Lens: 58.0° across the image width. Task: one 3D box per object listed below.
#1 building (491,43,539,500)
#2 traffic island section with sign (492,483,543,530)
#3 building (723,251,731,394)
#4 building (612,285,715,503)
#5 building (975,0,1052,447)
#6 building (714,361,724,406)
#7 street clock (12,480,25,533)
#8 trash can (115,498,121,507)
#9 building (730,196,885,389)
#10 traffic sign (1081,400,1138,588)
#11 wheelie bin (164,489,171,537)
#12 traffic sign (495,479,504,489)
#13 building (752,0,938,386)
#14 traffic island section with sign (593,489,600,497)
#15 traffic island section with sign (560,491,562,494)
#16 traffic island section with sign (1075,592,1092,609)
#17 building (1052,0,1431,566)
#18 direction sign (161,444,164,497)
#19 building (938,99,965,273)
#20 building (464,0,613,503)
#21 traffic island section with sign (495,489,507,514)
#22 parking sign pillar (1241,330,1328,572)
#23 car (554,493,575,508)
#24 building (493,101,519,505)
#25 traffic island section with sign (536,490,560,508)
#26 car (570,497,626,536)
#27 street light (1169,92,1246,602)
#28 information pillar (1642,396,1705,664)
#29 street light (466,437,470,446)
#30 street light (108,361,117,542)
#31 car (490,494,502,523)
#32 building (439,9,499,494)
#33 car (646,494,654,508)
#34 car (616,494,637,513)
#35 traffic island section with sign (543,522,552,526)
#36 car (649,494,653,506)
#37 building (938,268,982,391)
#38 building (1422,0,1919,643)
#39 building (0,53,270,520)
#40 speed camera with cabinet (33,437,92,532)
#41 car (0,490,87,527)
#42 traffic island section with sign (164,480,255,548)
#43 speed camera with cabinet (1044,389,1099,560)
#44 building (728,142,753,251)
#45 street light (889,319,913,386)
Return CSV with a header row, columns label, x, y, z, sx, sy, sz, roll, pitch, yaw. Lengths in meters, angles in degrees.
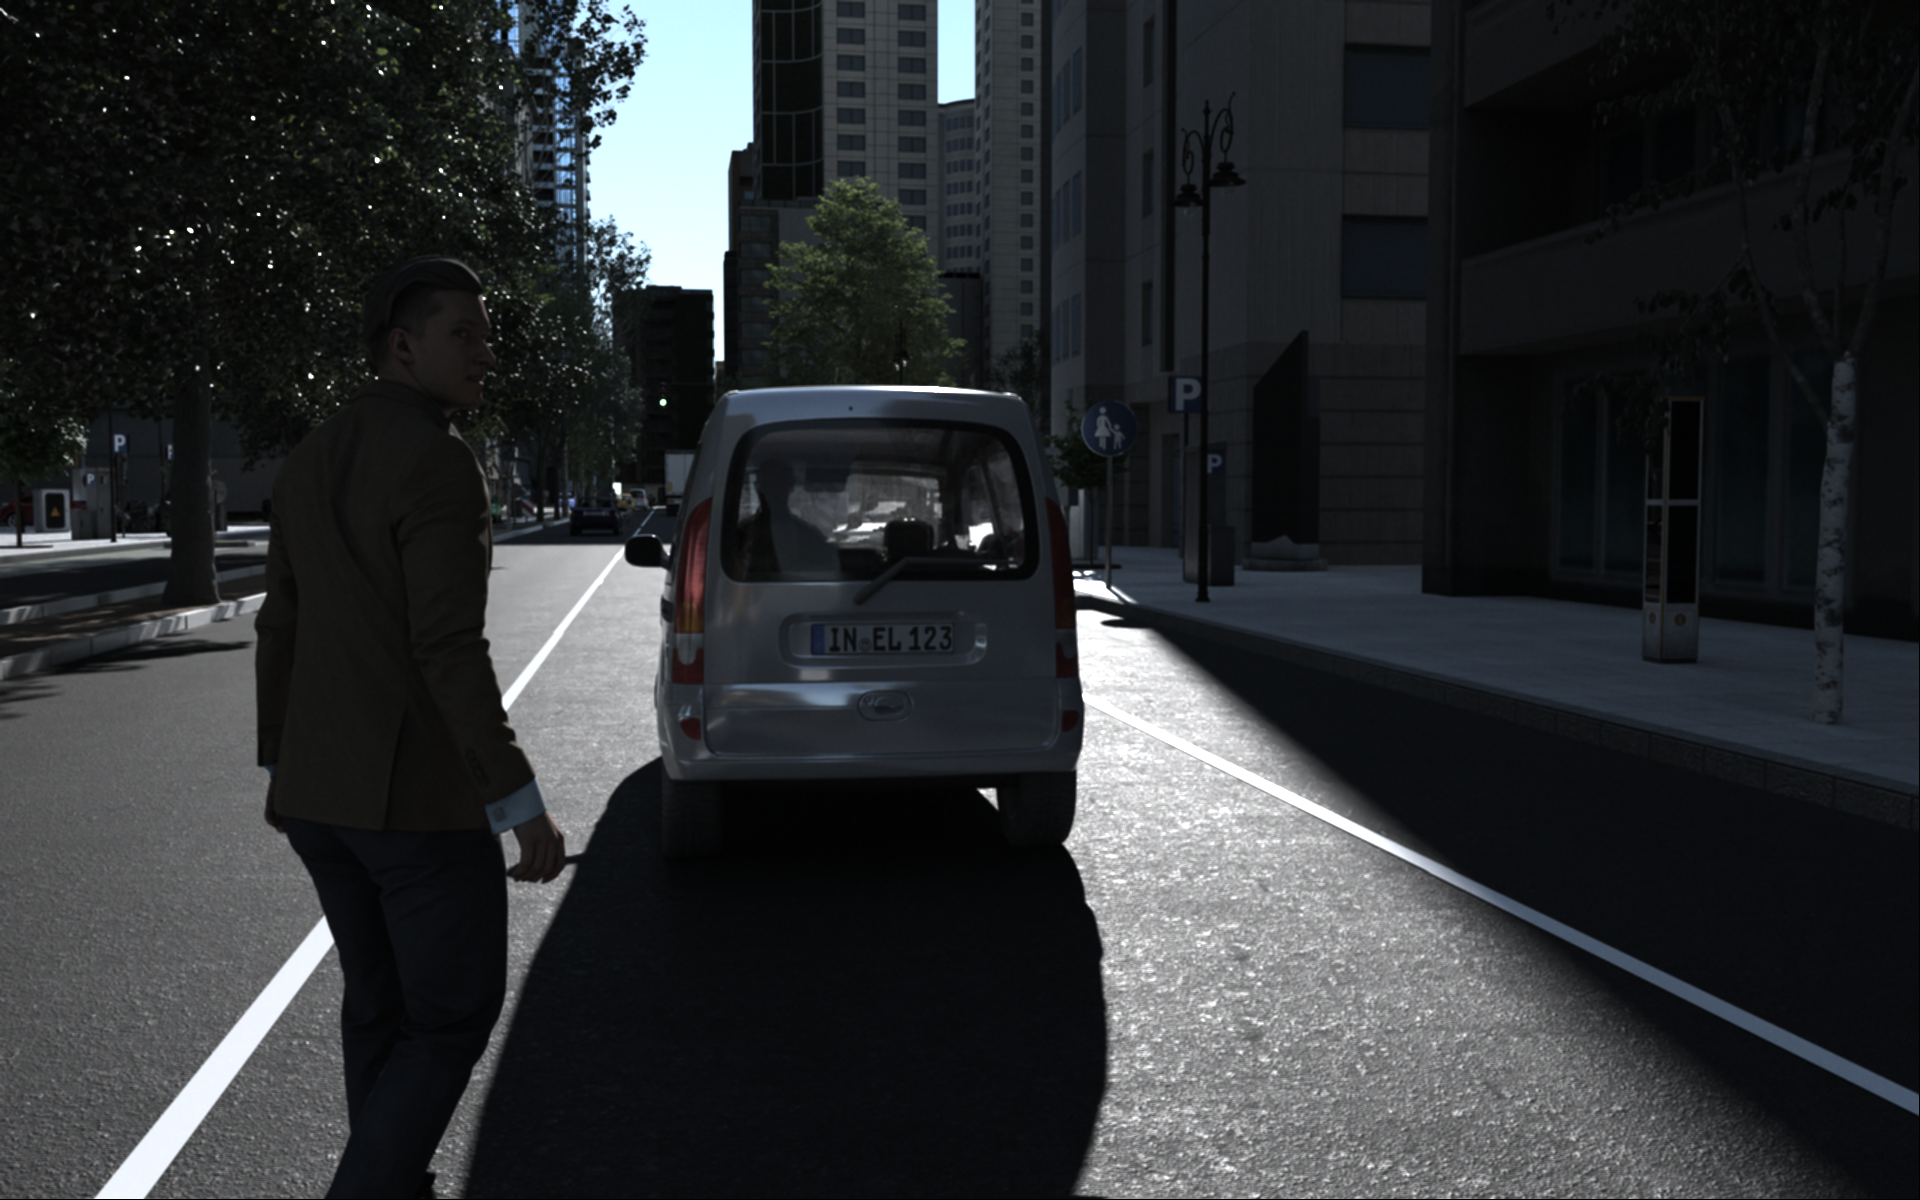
label,x,y,z,sx,sy,sz,roll,pitch,yaw
building,-65.171,-37.805,207.347,27.495,52.752,28.713,-1,4,-10
traffic island section with sign,-18.120,-3.796,70.203,2.006,1.907,1.989,-1,4,-10
building,-21.287,-26.666,207.685,14.160,30.474,14.107,-1,4,-10
building,-41.566,-28.829,243.050,14.107,30.474,14.160,-1,4,-10
building,12.276,-48.095,224.598,20.611,71.187,20.563,-1,4,-10
building,-21.212,-25.027,254.226,28.899,21.520,27.650,-1,4,-10
street clock,-31.008,-3.214,57.116,0.471,2.002,0.358,3,4,38
trash can,-29.904,-3.012,60.901,0.748,1.137,0.748,0,3,0
building,-15.107,-24.516,172.536,14.160,30.474,14.107,-1,4,-10
traffic sign,2.018,-1.430,23.492,0.768,2.556,0.104,0,4,-3
wheelie bin,-23.425,-2.699,52.034,0.980,1.594,0.693,1,4,18
traffic sign,-39.389,-9.047,148.023,0.768,2.556,0.104,0,4,-2
building,-14.062,-45.952,189.568,20.563,71.187,20.611,-1,4,-10
traffic island section with sign,-31.906,-8.774,151.594,2.006,1.907,1.989,-1,4,-10
traffic island section with sign,-46.927,-11.979,204.490,1.989,1.847,2.006,-1,4,-10
traffic island section with sign,0.518,-0.844,22.435,1.989,1.847,2.006,-1,4,-10
building,13.063,-30.736,44.530,21.231,58.520,28.212,-1,4,-10
direction sign,-36.094,-5.285,78.403,0.379,3.537,0.876,-1,4,-22
building,8.854,-43.557,254.150,28.212,58.520,21.231,-1,4,-10
building,-64.876,-56.830,241.846,31.000,86.520,22.319,-1,4,-10
traffic island section with sign,-33.920,-7.284,127.715,1.989,1.847,2.006,-1,4,-10
parking sign pillar,5.495,-2.492,29.220,1.447,3.967,1.447,-2,4,-27
car,-36.710,-9.265,161.078,1.945,1.707,3.694,-1,4,-11
building,-58.512,-34.145,177.873,23.786,49.044,30.456,-1,4,-10
traffic island section with sign,-42.293,-10.310,177.188,1.989,1.847,2.006,-1,4,-10
car,-12.815,-2.971,61.152,1.945,1.354,3.894,-1,4,-9
street light,2.895,-2.916,20.472,0.468,5.910,1.993,-1,4,-10
information pillar,5.418,-0.531,13.167,0.304,2.012,0.304,0,4,-6
street light,-36.494,-9.529,128.584,0.468,5.910,1.993,-1,4,-10
street light,-22.542,-4.475,45.953,0.468,5.910,1.993,-1,4,-10
car,-24.324,-4.847,88.046,1.959,1.807,4.718,-1,4,-11
building,-49.793,-30.972,156.496,14.600,45.320,14.200,-1,4,-10
car,-32.668,-10.209,178.721,2.131,1.459,4.920,-1,4,-9
car,-26.251,-7.637,135.089,2.015,1.641,3.980,-1,4,-9
traffic island section with sign,-19.348,-4.243,77.508,2.006,1.907,1.989,-1,4,-10
car,-39.029,-12.643,215.506,1.959,1.807,4.718,0,4,-8
building,-5.215,-27.735,225.168,14.107,30.474,14.160,-1,4,-10
building,18.233,-23.773,12.395,21.300,48.544,21.600,-1,4,-10
building,-46.122,-30.987,95.876,28.713,52.752,27.495,-1,4,-10
speed camera with cabinet,-30.379,-3.948,58.884,0.660,3.252,2.038,2,4,35
car,-36.459,-3.744,70.255,4.494,1.783,2.155,-1,4,-8
traffic island section with sign,-20.226,-2.336,46.821,1.989,1.847,2.006,-1,4,-10
speed camera with cabinet,2.133,-2.393,33.457,0.660,3.252,2.038,1,4,20
building,-22.304,-34.942,221.414,14.600,45.320,14.200,-1,4,-10
street light,-1.568,-4.479,46.018,0.468,5.910,1.993,-1,4,-10
